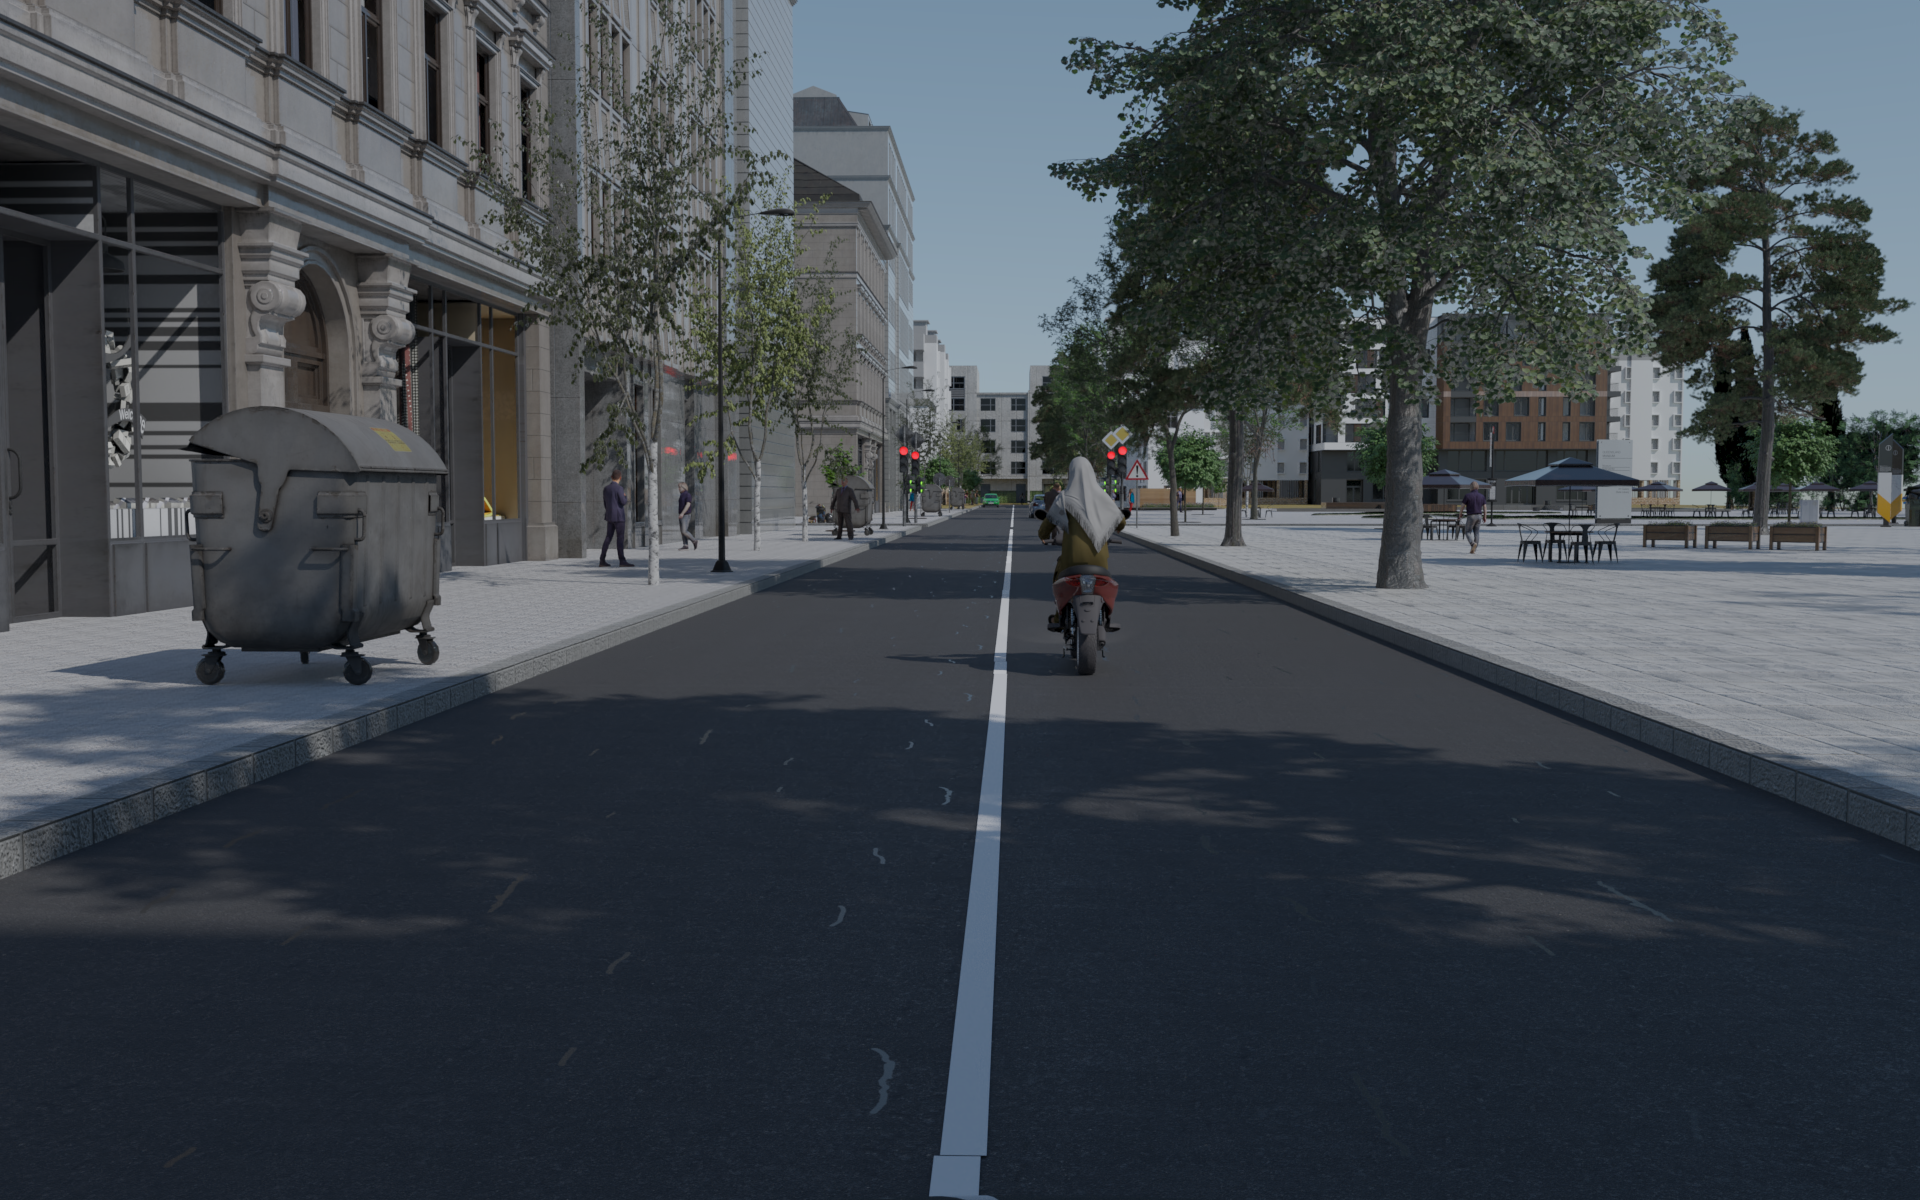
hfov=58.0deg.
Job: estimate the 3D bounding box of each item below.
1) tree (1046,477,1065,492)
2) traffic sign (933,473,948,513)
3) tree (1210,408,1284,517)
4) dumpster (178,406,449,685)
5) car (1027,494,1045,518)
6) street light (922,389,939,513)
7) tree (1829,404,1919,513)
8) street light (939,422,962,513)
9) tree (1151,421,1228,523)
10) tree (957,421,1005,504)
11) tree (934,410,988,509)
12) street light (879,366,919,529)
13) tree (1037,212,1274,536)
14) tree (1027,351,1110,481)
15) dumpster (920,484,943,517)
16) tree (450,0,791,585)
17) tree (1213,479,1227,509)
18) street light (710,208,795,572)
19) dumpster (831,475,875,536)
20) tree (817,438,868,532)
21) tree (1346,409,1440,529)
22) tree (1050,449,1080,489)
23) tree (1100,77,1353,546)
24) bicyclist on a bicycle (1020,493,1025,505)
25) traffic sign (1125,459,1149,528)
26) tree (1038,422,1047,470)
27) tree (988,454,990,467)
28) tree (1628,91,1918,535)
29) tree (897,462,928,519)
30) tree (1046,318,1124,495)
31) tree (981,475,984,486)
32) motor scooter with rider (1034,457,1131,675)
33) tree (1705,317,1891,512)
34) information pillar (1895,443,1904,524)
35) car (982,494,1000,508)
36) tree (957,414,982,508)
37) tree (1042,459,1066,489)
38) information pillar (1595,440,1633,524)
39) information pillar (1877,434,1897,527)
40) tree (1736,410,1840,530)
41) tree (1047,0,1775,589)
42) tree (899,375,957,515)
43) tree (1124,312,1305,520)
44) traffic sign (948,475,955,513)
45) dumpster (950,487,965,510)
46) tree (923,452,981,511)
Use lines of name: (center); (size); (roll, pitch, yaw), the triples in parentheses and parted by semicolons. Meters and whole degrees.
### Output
tree: (11.959, -13.662, 217.972); (1.663, 3.219, 1.824); (0, 3, 0)
traffic sign: (-1.238, -6.304, 103.183); (0.768, 2.556, 0.104); (0, 4, 5)
tree: (16.380, -9.057, 98.437); (4.360, 8.622, 3.978); (0, 3, 0)
dumpster: (-4.526, -0.398, 12.274); (1.264, 1.857, 1.865); (0, 4, 2)
car: (5.032, -5.608, 103.690); (2.014, 1.417, 4.499); (0, 4, 0)
street light: (-1.806, -6.367, 76.637); (1.470, 5.913, 1.316); (0, 4, 2)
tree: (60.937, -8.858, 107.736); (11.467, 7.101, 20.602); (-1, 4, -21)
street light: (-0.743, -8.470, 111.027); (1.470, 5.913, 1.316); (0, 4, 2)
tree: (10.219, -5.766, 77.980); (4.285, 4.588, 4.351); (0, 3, 0)
tree: (2.270, -17.583, 221.901); (7.601, 10.594, 8.767); (1, 4, 12)
tree: (-0.484, -12.147, 148.963); (4.737, 8.622, 4.395); (0, 3, 0)
street light: (-2.241, -5.519, 62.776); (1.470, 5.913, 1.316); (0, 4, 2)
tree: (6.582, -7.239, 52.775); (8.767, 10.594, 7.601); (0, 4, 2)
tree: (8.933, -14.447, 143.630); (7.806, 13.903, 7.818); (0, 3, 0)
dumpster: (-1.629, -5.671, 98.486); (1.264, 1.857, 1.865); (0, 4, 2)
tree: (-4.572, -4.518, 24.237); (4.360, 8.622, 3.978); (0, 3, 0)
tree: (21.994, -9.362, 147.663); (1.663, 3.219, 1.824); (0, 3, 0)
street light: (-3.378, -3.411, 28.305); (1.470, 5.913, 1.316); (0, 4, 2)
dumpster: (-3.340, -2.938, 53.787); (1.264, 1.857, 1.865); (0, 4, 2)
tree: (-3.964, -3.955, 59.264); (1.663, 3.219, 1.824); (0, 3, 0)
tree: (15.778, -4.859, 63.161); (4.285, 4.588, 4.351); (0, 3, 0)
tree: (9.497, -12.466, 154.175); (4.737, 8.622, 4.395); (0, 3, 0)
tree: (6.749, -7.347, 42.181); (6.751, 12.117, 7.091); (0, 3, 0)
bicyclist on a bicycle: (7.983, -12.953, 221.799); (1.499, 1.676, 1.625); (0, 3, 0)
traffic sign: (6.645, -3.976, 65.004); (0.884, 2.594, 0.081); (0, 4, 5)
tree: (9.401, -12.795, 131.260); (6.751, 12.117, 7.091); (0, 3, 0)
tree: (1.462, -15.708, 207.191); (4.737, 8.622, 4.395); (0, 3, 0)
tree: (25.142, -8.959, 53.900); (7.806, 13.903, 7.818); (0, 3, 0)
tree: (-2.156, -5.812, 89.634); (1.663, 3.219, 1.824); (0, 3, 0)
tree: (8.340, -10.389, 95.613); (9.928, 11.665, 9.643); (0, 3, 0)
tree: (1.111, -13.164, 198.941); (4.285, 4.588, 4.351); (0, 3, 0)
motor scooter with rider: (1.051, -0.327, 14.317); (0.876, 1.779, 1.986); (0, 4, 1)
tree: (63.861, -14.269, 135.118); (13.155, 14.587, 18.604); (0, 4, -7)
information pillar: (40.385, -5.095, 74.652); (0.183, 3.616, 0.504); (-2, 4, -26)
car: (3.313, -10.790, 185.204); (1.959, 1.807, 4.718); (0, 4, 1)
tree: (-0.211, -12.507, 154.854); (4.360, 8.622, 3.978); (0, 3, 0)
tree: (11.089, -15.310, 200.675); (4.360, 8.622, 3.978); (0, 3, 0)
information pillar: (28.287, -5.113, 74.917); (1.656, 3.620, 0.184); (-1, 4, -12)
information pillar: (35.833, -4.632, 67.089); (0.504, 3.616, 0.183); (1, 4, 8)
tree: (29.648, -4.790, 62.024); (4.285, 4.588, 4.351); (0, 3, 0)
tree: (5.938, -7.137, 23.340); (9.857, 13.997, 8.962); (0, 3, 0)
tree: (-2.442, -9.636, 107.910); (4.360, 8.622, 3.978); (0, 3, 0)
tree: (14.849, -9.810, 86.155); (9.928, 11.665, 9.643); (0, 3, 0)
traffic sign: (-0.731, -7.252, 118.672); (0.768, 2.556, 0.104); (1, 4, 11)
dumpster: (-0.252, -8.352, 142.309); (1.264, 1.857, 1.865); (0, 4, 2)
tree: (-1.617, -9.039, 131.496); (4.285, 4.588, 4.351); (0, 3, 0)
